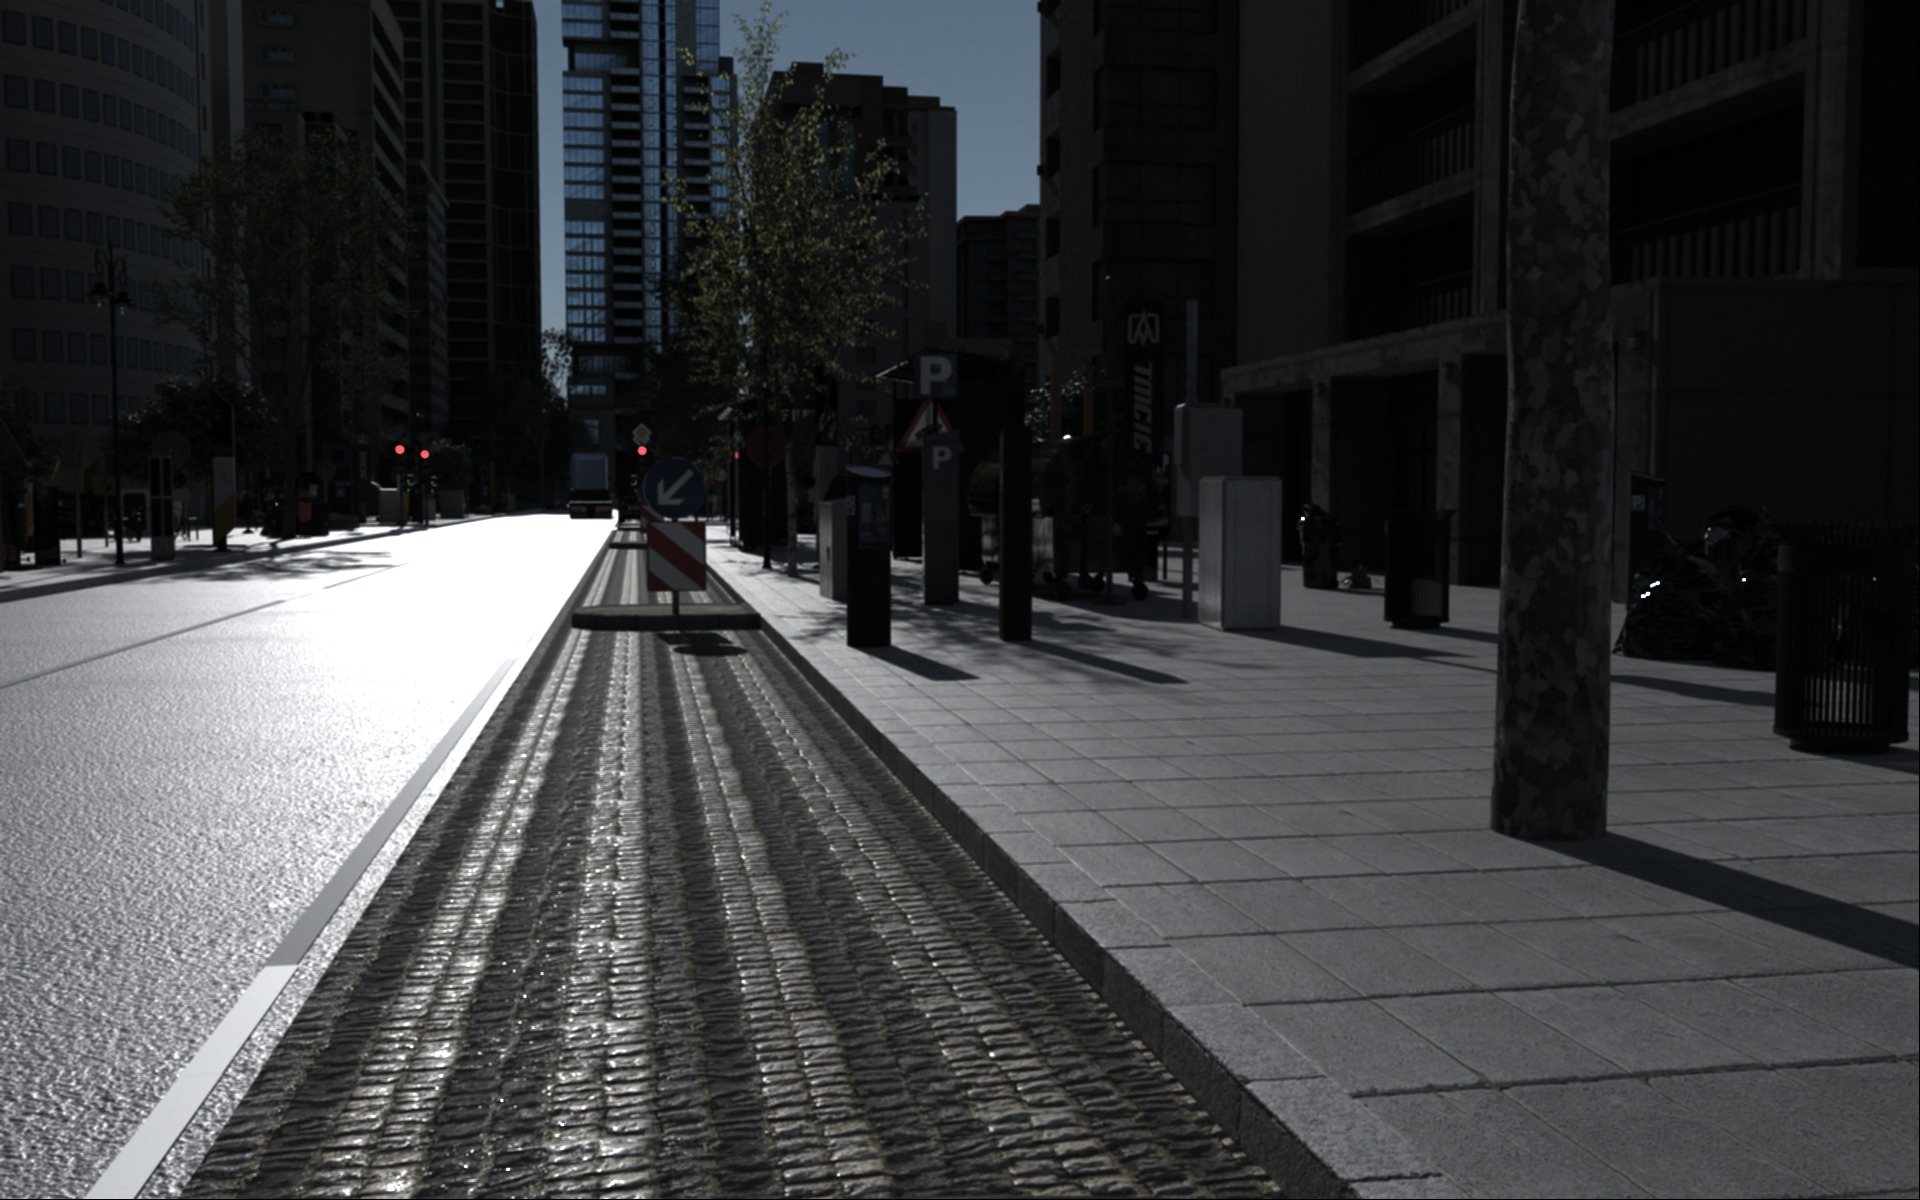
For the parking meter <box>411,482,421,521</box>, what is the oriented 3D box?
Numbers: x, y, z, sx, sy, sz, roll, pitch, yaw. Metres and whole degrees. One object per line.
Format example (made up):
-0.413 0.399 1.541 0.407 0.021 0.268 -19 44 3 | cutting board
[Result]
-25.552 -4.626 81.349 0.255 1.863 0.399 3 5 44 | parking meter

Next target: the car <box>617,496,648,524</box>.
-15.827 -4.418 84.813 1.945 1.354 3.894 -1 4 -9 | car

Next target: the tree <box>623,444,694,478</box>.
-36.650 -18.143 213.641 9.611 12.733 9.660 0 3 0 | tree

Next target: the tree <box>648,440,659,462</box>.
-20.025 -10.522 122.401 4.360 8.622 3.978 0 3 0 | tree

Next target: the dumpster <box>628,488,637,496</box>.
-41.949 -13.410 224.203 1.985 2.255 1.502 -1 4 -9 | dumpster

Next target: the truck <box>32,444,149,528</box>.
-35.019 -4.364 67.274 9.791 3.379 3.469 -1 4 -10 | truck

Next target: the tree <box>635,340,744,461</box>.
-17.913 -11.566 114.860 9.928 11.665 9.643 0 3 0 | tree

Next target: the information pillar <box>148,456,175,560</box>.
-15.511 -1.783 33.650 0.304 2.012 0.304 1 4 17 | information pillar

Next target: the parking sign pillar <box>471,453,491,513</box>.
-31.849 -7.765 115.427 1.447 3.967 1.447 1 4 17 | parking sign pillar

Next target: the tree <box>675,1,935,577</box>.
-2.544 -4.649 26.381 4.360 8.622 3.978 0 3 0 | tree

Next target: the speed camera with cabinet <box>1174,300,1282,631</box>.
2.625 -1.391 17.075 0.660 3.252 2.038 0 4 -6 | speed camera with cabinet

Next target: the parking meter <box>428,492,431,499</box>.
-33.522 -6.163 109.177 0.372 1.533 0.369 0 3 0 | parking meter

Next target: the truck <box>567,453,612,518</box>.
-23.292 -7.293 108.997 2.967 4.110 18.799 -1 4 -12 | truck

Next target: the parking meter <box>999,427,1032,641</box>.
0.488 -0.582 15.230 0.255 1.863 0.399 0 4 -5 | parking meter

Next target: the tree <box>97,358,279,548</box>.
-18.145 -3.569 42.061 4.285 4.588 4.351 0 3 0 | tree

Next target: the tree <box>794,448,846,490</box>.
-10.240 -8.447 121.828 4.285 4.588 4.351 0 3 0 | tree

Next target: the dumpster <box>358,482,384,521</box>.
-28.136 -4.688 82.403 1.264 1.857 1.865 -1 4 -11 | dumpster

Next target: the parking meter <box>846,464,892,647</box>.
-0.771 -0.380 14.631 0.372 1.533 0.369 0 3 0 | parking meter

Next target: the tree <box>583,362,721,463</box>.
-26.048 -14.873 153.546 12.009 13.543 11.850 0 3 0 | tree

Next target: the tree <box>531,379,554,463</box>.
-37.192 -13.298 143.176 9.928 11.665 9.643 0 3 0 | tree

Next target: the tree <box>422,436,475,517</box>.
-28.969 -6.957 97.459 4.285 4.588 4.351 0 3 0 | tree

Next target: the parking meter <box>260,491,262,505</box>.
-44.522 -6.256 110.694 0.372 1.533 0.369 0 3 0 | parking meter

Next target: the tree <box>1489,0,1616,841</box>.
2.965 -9.259 7.278 12.611 20.169 13.585 0 3 0 | tree

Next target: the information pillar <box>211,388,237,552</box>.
-16.351 -2.881 38.457 0.504 3.616 0.183 0 4 6 | information pillar

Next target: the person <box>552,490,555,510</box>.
-37.585 -9.278 160.175 0.705 1.826 1.348 0 4 -8 | person

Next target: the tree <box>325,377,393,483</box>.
-35.181 -9.284 102.157 4.737 8.622 4.395 0 3 0 | tree

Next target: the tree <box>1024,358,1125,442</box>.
3.167 -3.562 41.951 4.285 4.588 4.351 0 3 0 | tree

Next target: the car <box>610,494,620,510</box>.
-32.460 -9.174 160.223 2.015 1.641 3.980 -1 4 -10 | car

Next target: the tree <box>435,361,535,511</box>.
-33.765 -11.505 122.523 8.767 10.594 7.601 2 4 35 | tree

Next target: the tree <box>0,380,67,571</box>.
-16.050 -2.127 29.371 1.663 3.219 1.824 0 3 0 | tree

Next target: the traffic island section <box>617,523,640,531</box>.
-12.467 -2.811 68.239 2.009 0.180 2.903 -1 4 -11 | traffic island section

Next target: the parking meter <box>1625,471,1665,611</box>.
7.507 -0.646 18.975 0.372 1.533 0.369 0 3 0 | parking meter

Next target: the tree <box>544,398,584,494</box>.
-50.369 -18.853 218.611 12.009 13.543 11.850 0 3 0 | tree

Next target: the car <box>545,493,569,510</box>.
-36.580 -9.067 157.282 2.155 1.783 4.494 -1 4 -10 | car

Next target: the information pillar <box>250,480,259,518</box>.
-37.083 -5.295 91.068 0.304 2.012 0.304 -3 5 -43 | information pillar

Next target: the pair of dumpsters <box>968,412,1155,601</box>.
1.275 -1.236 22.704 1.574 2.255 4.437 -1 4 -10 | pair of dumpsters

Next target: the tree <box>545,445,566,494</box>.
-47.765 -15.385 201.908 4.360 8.622 3.978 0 3 0 | tree

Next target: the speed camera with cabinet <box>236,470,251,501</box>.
-43.071 -6.712 104.071 0.660 3.252 2.038 0 4 -4 | speed camera with cabinet

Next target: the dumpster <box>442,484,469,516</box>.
-29.561 -6.043 101.293 1.502 2.255 1.985 -1 4 -11 | dumpster

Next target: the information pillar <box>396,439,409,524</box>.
-23.695 -5.030 73.590 0.504 3.616 0.183 -3 5 -39 | information pillar

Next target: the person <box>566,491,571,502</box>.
-43.330 -11.265 192.689 1.348 1.823 0.705 1 4 10 | person

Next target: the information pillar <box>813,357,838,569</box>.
-2.305 -2.355 29.858 0.183 3.616 0.504 3 4 38 | information pillar

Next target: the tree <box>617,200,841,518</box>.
-7.480 -7.433 55.947 7.601 10.594 8.767 -1 4 -22 | tree

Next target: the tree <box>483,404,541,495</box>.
-34.548 -11.151 132.677 4.360 8.622 3.978 0 3 0 | tree

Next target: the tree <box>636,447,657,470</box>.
-29.316 -13.371 168.979 4.737 8.622 4.395 0 3 0 | tree

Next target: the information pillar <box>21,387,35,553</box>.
-20.347 -2.841 37.807 0.183 3.616 0.504 -3 4 -38 | information pillar

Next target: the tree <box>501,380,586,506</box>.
-46.479 -17.462 192.154 9.857 13.997 8.962 0 3 0 | tree

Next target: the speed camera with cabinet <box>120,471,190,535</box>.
-25.523 -3.701 54.853 2.038 3.252 0.660 -1 4 -22 | speed camera with cabinet

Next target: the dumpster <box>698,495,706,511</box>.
-16.216 -6.158 106.440 1.264 1.857 1.865 -1 4 -10 | dumpster

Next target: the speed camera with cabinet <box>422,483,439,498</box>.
-43.587 -9.014 141.707 2.038 3.252 0.660 0 4 2 | speed camera with cabinet

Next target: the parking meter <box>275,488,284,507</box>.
-28.973 -3.996 73.752 0.372 1.533 0.369 0 3 0 | parking meter

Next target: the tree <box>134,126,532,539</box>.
-19.243 -7.560 49.360 9.928 11.665 9.643 0 3 0 | tree
